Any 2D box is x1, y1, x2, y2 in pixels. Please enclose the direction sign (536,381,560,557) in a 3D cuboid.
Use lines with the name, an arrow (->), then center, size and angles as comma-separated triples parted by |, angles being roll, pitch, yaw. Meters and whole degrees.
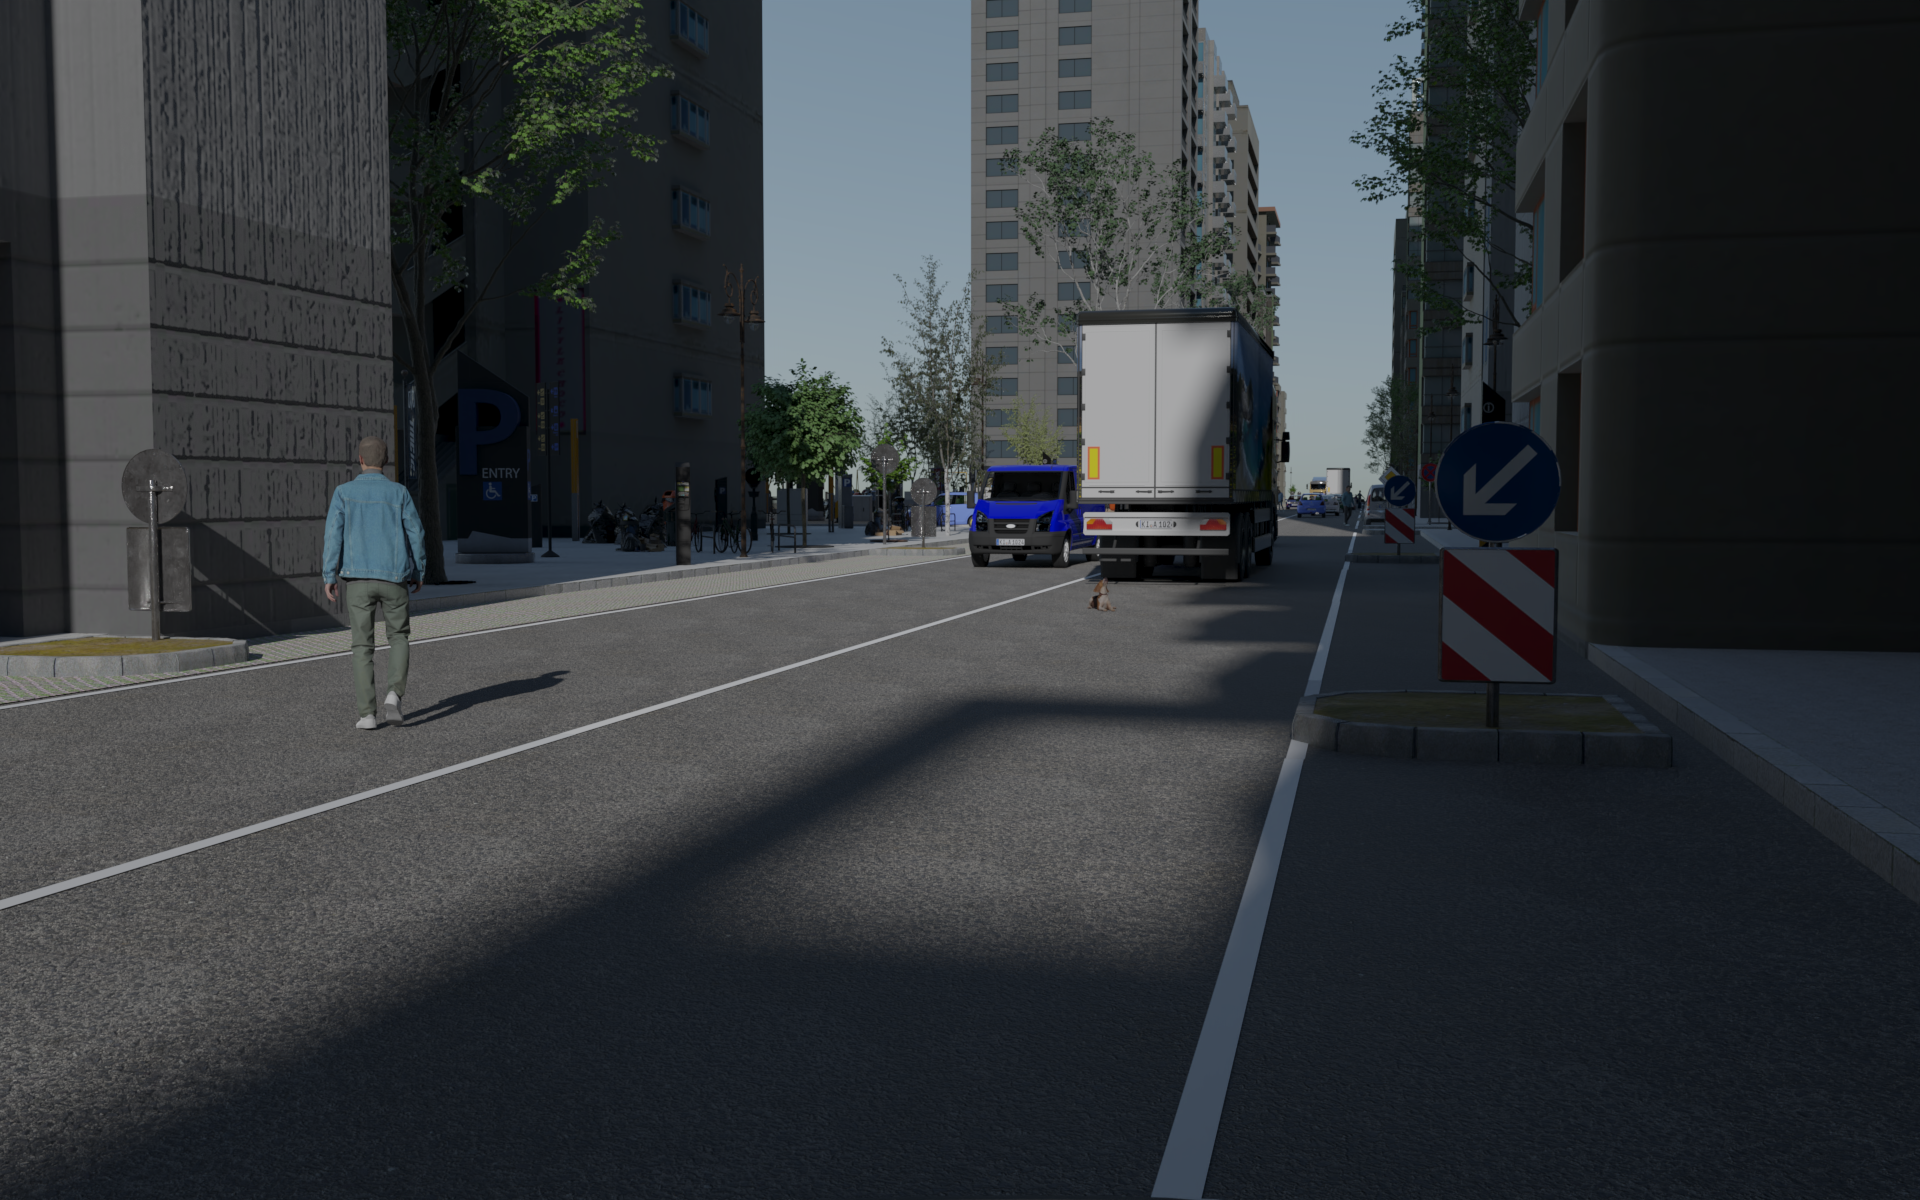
direction sign -> -8.340, -2.639, 35.145 | 0.379, 3.537, 0.876 | -3, 5, -42

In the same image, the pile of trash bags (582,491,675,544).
pile of trash bags -> -8.202, -2.132, 44.618 | 3.447, 1.369, 1.912 | 3, 5, 44

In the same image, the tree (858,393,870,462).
tree -> -5.628, -10.574, 123.243 | 4.360, 8.622, 3.978 | 0, 3, 0

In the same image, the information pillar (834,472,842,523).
information pillar -> -5.307, -5.218, 76.669 | 0.504, 3.616, 0.183 | 0, 4, 5

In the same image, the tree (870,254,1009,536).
tree -> -0.388, -6.276, 52.969 | 4.360, 8.622, 3.978 | 0, 3, 0

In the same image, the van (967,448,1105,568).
van -> 1.635, -1.898, 35.416 | 2.240, 2.365, 5.245 | 1, 4, 15

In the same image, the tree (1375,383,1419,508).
tree -> 28.918, -9.837, 111.202 | 4.360, 8.622, 3.978 | 0, 3, 0

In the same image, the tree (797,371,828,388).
tree -> -8.745, -9.340, 103.063 | 4.737, 8.622, 4.395 | 0, 3, 0

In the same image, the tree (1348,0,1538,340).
tree -> 9.985, -6.269, 28.246 | 9.928, 11.665, 9.643 | 0, 3, 0

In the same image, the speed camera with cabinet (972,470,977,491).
speed camera with cabinet -> 1.989, -8.868, 139.326 | 2.038, 3.252, 0.660 | 0, 4, 3

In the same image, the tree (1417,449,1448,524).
tree -> 20.650, -4.922, 75.077 | 1.663, 3.219, 1.824 | 0, 3, 0

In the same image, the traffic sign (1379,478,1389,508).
traffic sign -> 17.324, -4.064, 70.091 | 0.795, 2.450, 0.064 | 1, 4, 13

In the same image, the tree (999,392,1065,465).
tree -> 4.903, -10.679, 124.960 | 4.737, 8.622, 4.395 | 0, 3, 0

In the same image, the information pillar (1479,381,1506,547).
information pillar -> 10.972, -2.715, 35.745 | 0.504, 3.616, 0.183 | 1, 4, 14

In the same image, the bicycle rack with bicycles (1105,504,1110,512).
bicycle rack with bicycles -> 10.654, -7.031, 128.341 | 2.925, 0.926, 2.852 | -3, 5, -42

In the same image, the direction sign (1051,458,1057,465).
direction sign -> 5.856, -7.237, 110.326 | 0.379, 3.537, 0.876 | -3, 4, -38

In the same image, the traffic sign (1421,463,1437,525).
traffic sign -> 19.422, -4.368, 71.516 | 0.768, 2.556, 0.104 | 1, 4, 19

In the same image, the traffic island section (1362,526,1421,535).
traffic island section -> 15.528, -2.453, 62.388 | 2.009, 0.180, 2.903 | 1, 4, 13

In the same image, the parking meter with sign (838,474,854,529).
parking meter with sign -> -4.333, -4.207, 65.052 | 0.543, 3.016, 1.738 | -1, 4, -16

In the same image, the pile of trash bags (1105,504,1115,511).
pile of trash bags -> 6.722, -4.748, 87.388 | 3.447, 1.369, 1.912 | 3, 5, 44

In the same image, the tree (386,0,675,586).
tree -> -7.657, -6.032, 24.379 | 9.928, 11.665, 9.643 | 0, 3, 0

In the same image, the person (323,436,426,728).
person -> -3.556, -0.104, 10.542 | 0.601, 1.785, 0.444 | -1, 4, -19

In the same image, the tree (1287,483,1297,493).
tree -> 58.107, -18.826, 302.401 | 1.663, 3.219, 1.824 | 0, 3, 0

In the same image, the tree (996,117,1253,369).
tree -> 7.758, -14.021, 85.133 | 12.611, 20.169, 13.585 | 0, 3, 0

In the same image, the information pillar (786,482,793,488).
information pillar -> -8.925, -5.272, 90.685 | 0.304, 2.012, 0.304 | -2, 4, -35

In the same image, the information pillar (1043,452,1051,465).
information pillar -> 4.710, -6.290, 94.200 | 0.504, 3.616, 0.183 | 1, 4, 8

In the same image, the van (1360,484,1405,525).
van -> 18.241, -4.125, 74.452 | 2.013, 2.044, 4.112 | 1, 4, 12

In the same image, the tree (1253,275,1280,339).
tree -> 17.731, -17.115, 135.716 | 12.611, 20.169, 13.585 | 0, 3, 0

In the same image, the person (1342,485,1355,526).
person -> 17.477, -4.258, 78.144 | 0.660, 1.820, 0.620 | -2, 4, -33

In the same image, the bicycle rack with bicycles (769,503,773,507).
bicycle rack with bicycles -> -12.055, -5.084, 96.511 | 2.925, 0.926, 2.852 | 3, 5, 45

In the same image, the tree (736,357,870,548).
tree -> -3.762, -3.548, 41.719 | 4.285, 4.588, 4.351 | 0, 3, 0

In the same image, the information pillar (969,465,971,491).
information pillar -> 0.776, -8.543, 131.033 | 0.183, 3.616, 0.504 | 1, 4, 9

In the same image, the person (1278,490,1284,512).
person -> 25.955, -8.039, 140.208 | 0.793, 1.790, 0.793 | 0, 4, 7

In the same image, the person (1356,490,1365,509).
person -> 39.426, -9.915, 170.694 | 0.705, 1.814, 1.350 | -2, 4, -28

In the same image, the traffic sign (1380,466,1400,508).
traffic sign -> 15.504, -3.589, 62.316 | 0.795, 2.450, 0.064 | 1, 4, 13

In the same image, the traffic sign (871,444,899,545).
traffic sign -> -1.917, -2.683, 43.972 | 0.768, 2.556, 0.104 | 1, 4, 16

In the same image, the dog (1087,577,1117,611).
dog -> 1.822, -0.081, 21.516 | 0.550, 0.427, 0.748 | 2, 4, 33

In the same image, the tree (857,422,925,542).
tree -> -2.033, -3.170, 46.425 | 1.663, 3.219, 1.824 | 0, 3, 0

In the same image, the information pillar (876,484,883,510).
information pillar -> -3.946, -4.932, 85.127 | 0.304, 2.012, 0.304 | -2, 4, -27

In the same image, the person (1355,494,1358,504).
person -> 56.611, -14.447, 247.938 | 0.991, 1.433, 0.599 | -3, 4, -36

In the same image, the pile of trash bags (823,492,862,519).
pile of trash bags -> -6.479, -5.296, 96.334 | 1.912, 1.369, 3.447 | 2, 4, 30

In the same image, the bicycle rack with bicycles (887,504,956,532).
bicycle rack with bicycles -> -1.422, -2.844, 59.878 | 2.852, 0.926, 2.925 | 1, 4, 16

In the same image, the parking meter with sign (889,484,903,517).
parking meter with sign -> -3.519, -6.068, 95.468 | 1.738, 3.016, 0.543 | 2, 4, 27

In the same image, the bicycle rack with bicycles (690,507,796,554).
bicycle rack with bicycles -> -4.765, -1.504, 37.973 | 2.852, 0.926, 2.925 | -1, 4, -16
